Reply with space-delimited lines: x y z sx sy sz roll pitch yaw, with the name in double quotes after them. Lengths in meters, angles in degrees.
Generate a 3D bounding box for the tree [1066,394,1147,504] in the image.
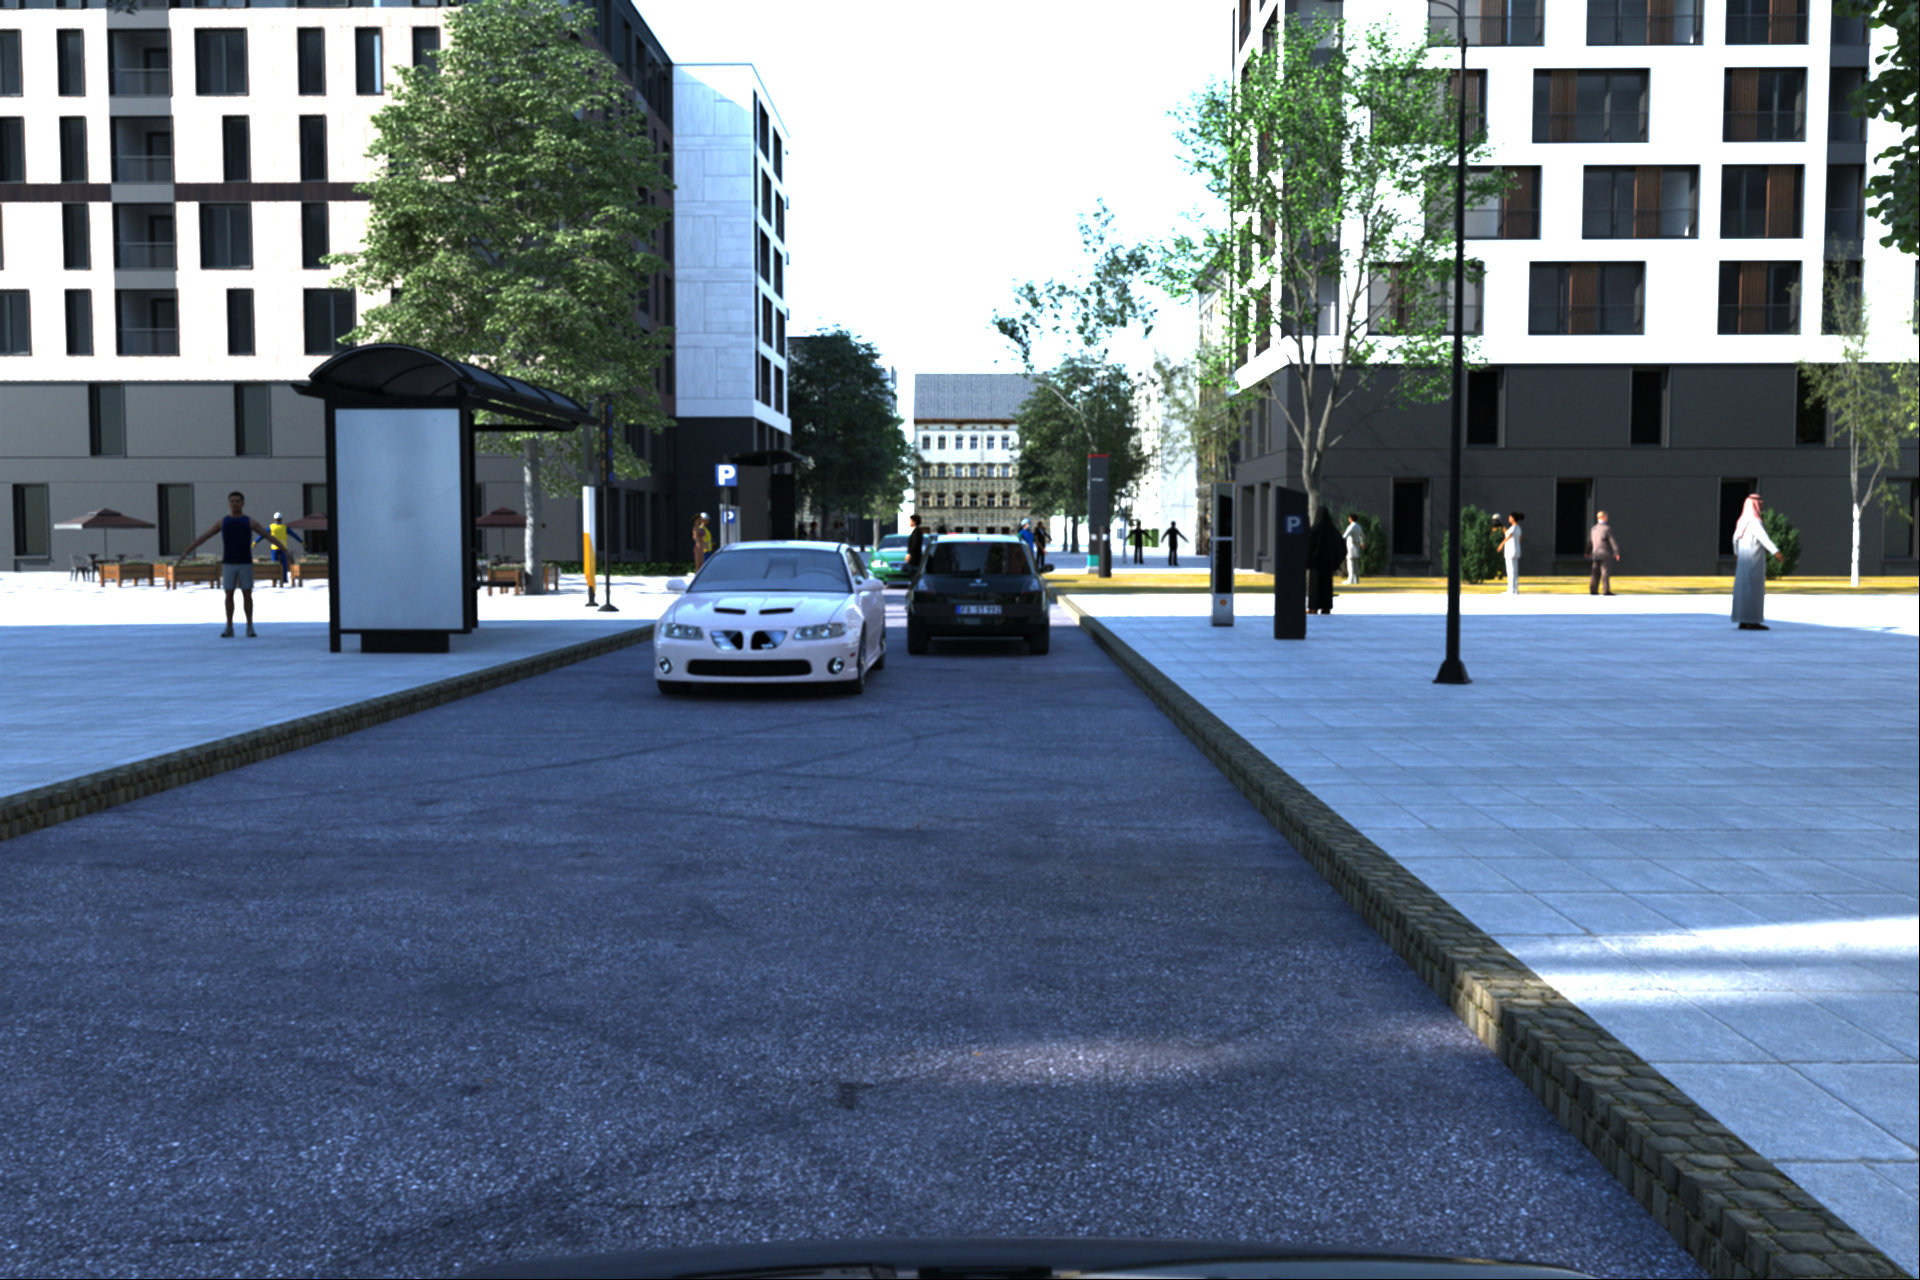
7.052 -8.499 89.313 4.360 8.622 3.978 0 3 0 "tree"

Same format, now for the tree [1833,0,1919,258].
6.033 -5.466 7.494 7.486 12.596 7.792 0 3 0 "tree"

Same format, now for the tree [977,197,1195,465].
7.252 -14.948 100.295 12.611 20.169 13.585 0 3 0 "tree"

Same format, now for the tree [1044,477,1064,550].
7.889 -11.810 143.455 4.360 8.622 3.978 0 3 0 "tree"

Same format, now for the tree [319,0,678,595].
-9.267 -7.198 35.814 7.486 12.596 7.792 0 3 0 "tree"

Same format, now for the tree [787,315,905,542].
-7.926 -11.988 102.665 9.857 13.997 8.962 0 3 0 "tree"

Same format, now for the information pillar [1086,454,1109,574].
4.516 -4.107 56.533 0.750 3.857 0.750 0 4 0 "information pillar"

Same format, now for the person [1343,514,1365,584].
10.092 -2.348 44.568 0.705 1.806 1.347 3 5 45 "person"

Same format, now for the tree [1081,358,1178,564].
6.779 -7.538 73.608 4.360 8.622 3.978 0 3 0 "tree"

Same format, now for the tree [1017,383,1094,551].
7.956 -12.943 129.752 7.486 12.596 7.792 0 3 0 "tree"

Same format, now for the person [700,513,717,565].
-5.902 -2.089 40.627 0.721 1.772 1.216 0 4 6 "person"

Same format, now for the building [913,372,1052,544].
2.861 -24.522 234.314 18.063 23.208 19.493 0 4 0 "building"

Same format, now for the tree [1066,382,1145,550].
7.190 -8.130 83.290 4.737 8.622 4.395 0 3 0 "tree"

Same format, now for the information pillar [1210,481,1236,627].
3.648 -1.198 24.074 0.304 2.012 0.304 0 4 1 "information pillar"

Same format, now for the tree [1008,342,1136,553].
7.844 -12.839 116.575 9.857 13.997 8.962 0 3 0 "tree"

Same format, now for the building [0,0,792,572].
-22.984 -14.046 73.628 27.936 21.610 32.646 0 4 1 "building"

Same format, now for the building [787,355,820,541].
-23.480 -20.304 162.892 19.493 23.208 18.063 0 4 1 "building"

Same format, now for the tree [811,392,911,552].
-7.157 -12.152 124.438 9.928 11.665 9.643 0 3 0 "tree"

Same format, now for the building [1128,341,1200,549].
26.057 -18.409 167.437 16.747 18.905 31.486 0 4 1 "building"

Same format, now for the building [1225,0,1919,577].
24.114 -13.686 67.741 27.936 21.610 32.646 0 4 1 "building"

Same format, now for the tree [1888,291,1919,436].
27.620 -5.958 47.769 4.737 8.622 4.395 0 3 0 "tree"

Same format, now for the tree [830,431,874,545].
-7.544 -10.156 116.420 4.737 8.622 4.395 0 3 0 "tree"

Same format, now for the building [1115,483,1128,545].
24.258 -16.370 209.794 9.099 9.664 28.070 0 4 1 "building"

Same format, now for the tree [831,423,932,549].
-6.464 -12.278 135.152 8.767 10.594 7.601 0 4 -3 "tree"

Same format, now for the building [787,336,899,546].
-21.854 -21.476 195.112 27.936 21.610 32.646 0 4 2 "building"

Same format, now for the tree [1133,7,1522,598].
7.237 -6.686 35.068 9.928 11.665 9.643 0 3 0 "tree"

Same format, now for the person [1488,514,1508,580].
15.074 -2.625 48.689 1.354 1.858 0.705 3 5 39 "person"

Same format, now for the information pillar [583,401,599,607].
-6.514 -2.390 30.438 0.183 3.616 0.504 0 4 2 "information pillar"

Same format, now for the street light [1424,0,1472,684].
4.794 -2.582 14.763 1.470 5.913 1.316 0 4 1 "street light"

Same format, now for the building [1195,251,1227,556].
23.472 -16.170 95.300 19.493 23.208 18.063 0 4 1 "building"

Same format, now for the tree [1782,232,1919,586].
22.010 -5.650 42.734 4.360 8.622 3.978 0 3 0 "tree"

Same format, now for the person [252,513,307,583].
-17.794 -2.404 45.268 1.349 1.833 0.705 -1 4 -20 "person"

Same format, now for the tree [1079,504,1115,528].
18.879 -19.234 232.597 7.486 12.596 7.792 0 3 0 "tree"

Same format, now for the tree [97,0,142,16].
-8.946 -6.108 10.239 12.009 13.543 11.850 0 3 0 "tree"

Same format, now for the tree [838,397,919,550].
-7.046 -13.801 143.777 7.486 12.596 7.792 0 3 0 "tree"

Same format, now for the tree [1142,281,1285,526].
7.768 -6.073 49.662 4.360 8.622 3.978 0 3 0 "tree"
